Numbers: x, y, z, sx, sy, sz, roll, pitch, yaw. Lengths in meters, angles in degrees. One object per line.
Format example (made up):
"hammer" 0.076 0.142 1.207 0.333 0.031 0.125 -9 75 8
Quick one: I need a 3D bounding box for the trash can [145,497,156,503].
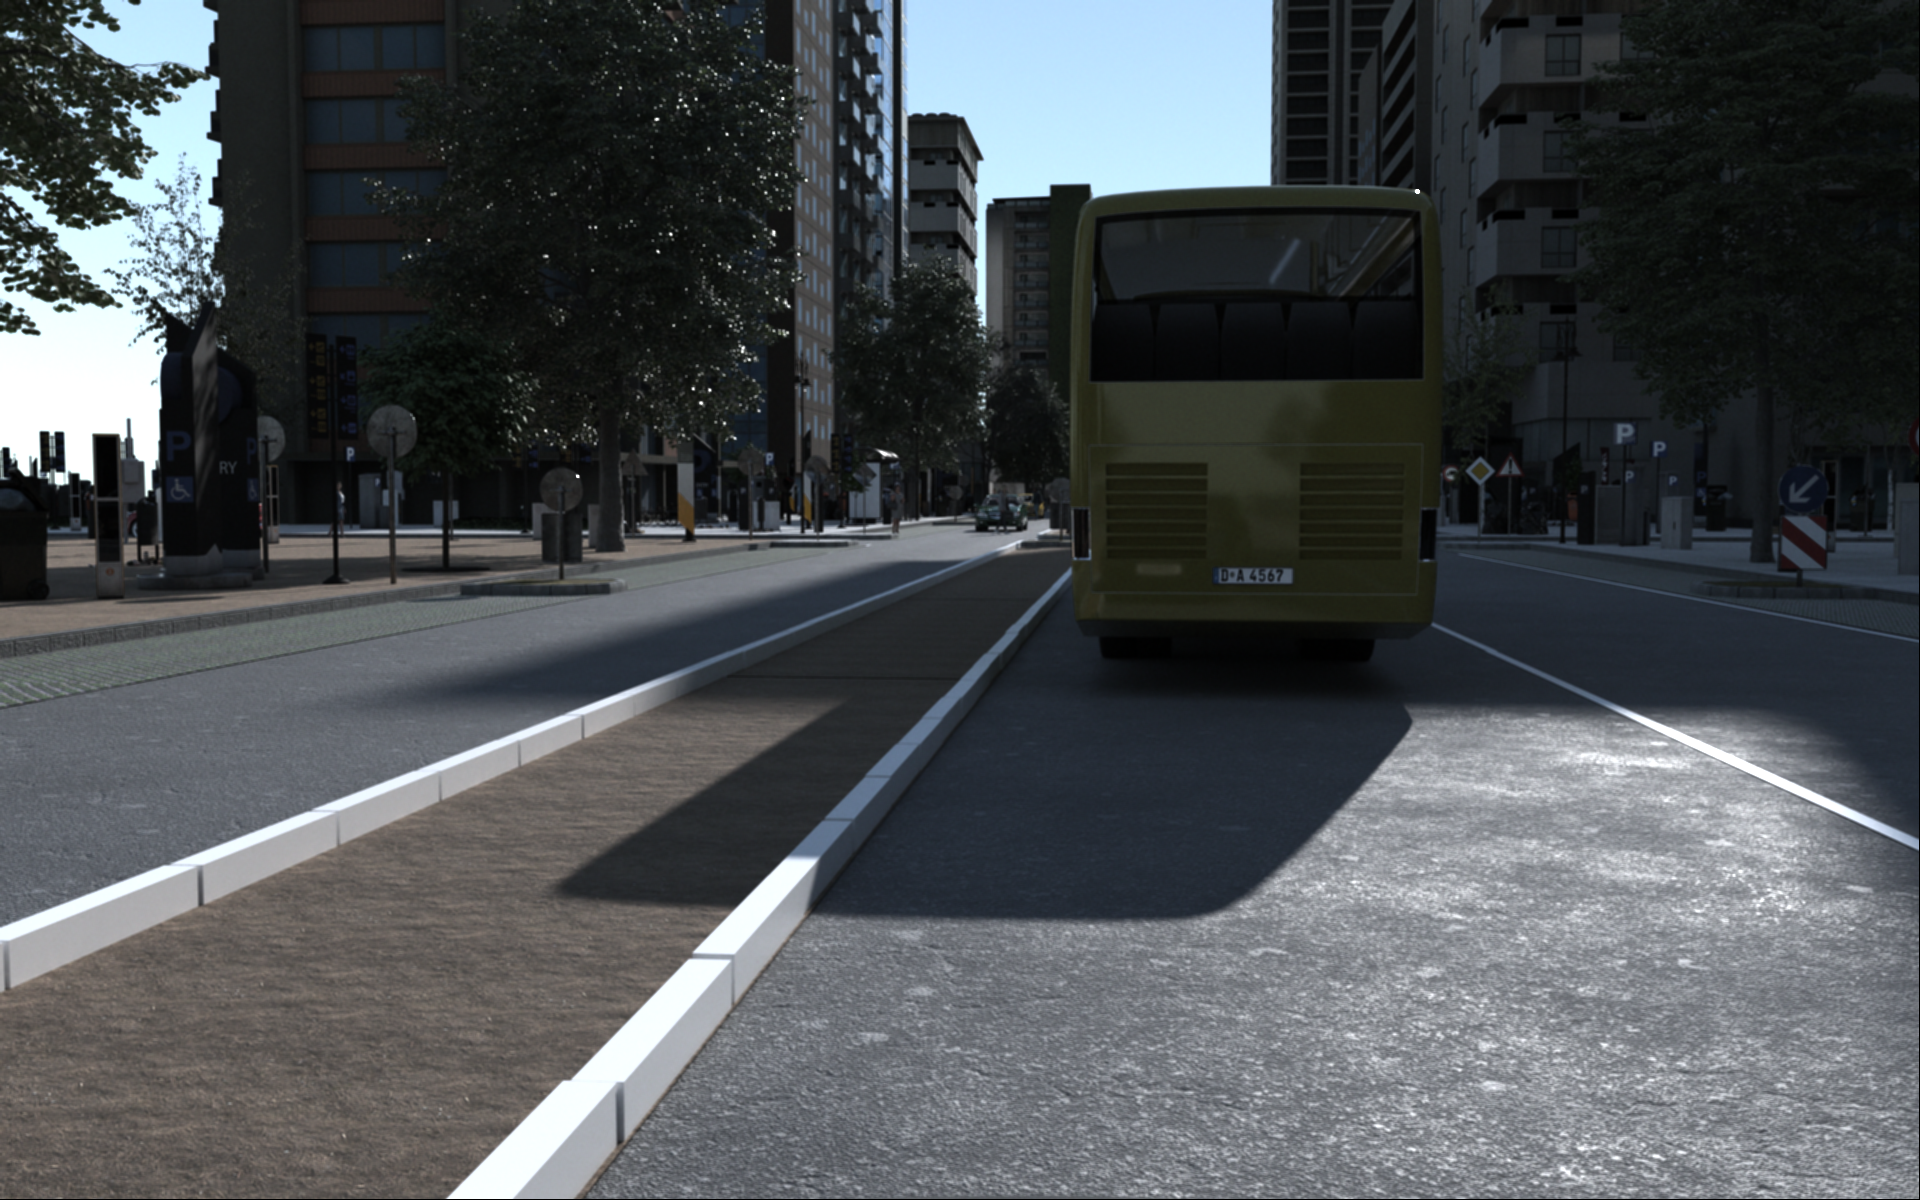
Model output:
"trash can" -47.330 -5.489 101.395 0.748 1.137 0.748 0 3 0

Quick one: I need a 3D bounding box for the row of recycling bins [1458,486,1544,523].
"row of recycling bins" 23.818 -4.264 76.829 3.534 1.692 1.069 3 5 40

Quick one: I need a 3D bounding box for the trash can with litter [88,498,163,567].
"trash can with litter" -15.036 -1.239 31.310 1.678 1.210 2.233 1 4 11

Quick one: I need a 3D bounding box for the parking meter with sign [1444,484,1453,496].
"parking meter with sign" 28.837 -6.616 104.434 1.738 3.016 0.543 2 4 31

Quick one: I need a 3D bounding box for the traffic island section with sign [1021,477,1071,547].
"traffic island section with sign" 2.721 -2.385 47.138 2.006 1.907 1.989 0 4 6

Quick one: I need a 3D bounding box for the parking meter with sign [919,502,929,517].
"parking meter with sign" -2.599 -6.205 97.718 1.738 3.016 0.543 0 4 6

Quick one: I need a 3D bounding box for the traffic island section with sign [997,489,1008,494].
"traffic island section with sign" 2.679 -6.021 107.070 1.989 1.847 2.006 0 4 6

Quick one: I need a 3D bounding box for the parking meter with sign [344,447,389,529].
"parking meter with sign" -21.663 -4.116 63.565 1.738 3.016 0.543 1 4 16

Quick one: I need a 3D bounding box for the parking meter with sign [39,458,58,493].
"parking meter with sign" -43.454 -5.233 81.822 0.543 3.016 1.738 0 4 5

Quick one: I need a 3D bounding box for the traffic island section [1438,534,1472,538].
"traffic island section" 14.558 -1.921 53.684 2.009 0.180 2.903 0 4 6

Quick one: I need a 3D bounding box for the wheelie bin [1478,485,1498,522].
"wheelie bin" 18.472 -3.224 60.619 0.693 1.594 0.980 1 4 12

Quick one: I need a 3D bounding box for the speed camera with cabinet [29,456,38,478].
"speed camera with cabinet" -48.426 -5.782 88.864 2.038 3.252 0.660 0 4 2

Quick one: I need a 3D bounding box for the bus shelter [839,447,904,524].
"bus shelter" -3.859 -5.056 76.597 2.014 3.302 5.546 0 4 6

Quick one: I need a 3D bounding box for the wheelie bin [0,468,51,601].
"wheelie bin" -11.445 -0.801 21.013 0.693 1.594 0.980 -2 4 -35

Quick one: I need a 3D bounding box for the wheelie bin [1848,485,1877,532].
"wheelie bin" 30.796 -3.129 59.071 0.980 1.594 0.693 -3 4 -39

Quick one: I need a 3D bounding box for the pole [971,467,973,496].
"pole" 0.971 -8.376 130.795 0.158 3.312 0.155 0 3 0

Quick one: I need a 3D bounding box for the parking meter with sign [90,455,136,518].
"parking meter with sign" -37.804 -4.965 77.441 1.738 3.016 0.543 0 4 6

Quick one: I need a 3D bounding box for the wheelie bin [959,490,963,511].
"wheelie bin" -0.471 -5.678 100.750 0.980 1.594 0.693 0 4 -3

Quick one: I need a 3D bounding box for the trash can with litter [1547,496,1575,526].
"trash can with litter" 24.055 -3.630 70.406 2.233 1.210 1.678 1 4 15

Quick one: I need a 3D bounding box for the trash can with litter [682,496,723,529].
"trash can with litter" -9.368 -3.287 64.798 2.233 1.210 1.678 0 4 8

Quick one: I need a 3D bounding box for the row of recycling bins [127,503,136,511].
"row of recycling bins" -62.221 -7.468 129.219 1.069 1.692 3.534 -3 5 -41

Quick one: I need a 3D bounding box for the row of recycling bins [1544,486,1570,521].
"row of recycling bins" 29.047 -4.751 84.793 3.534 1.692 1.069 -3 5 -43

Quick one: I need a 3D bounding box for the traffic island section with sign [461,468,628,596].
"traffic island section with sign" -5.946 -1.014 25.204 1.989 1.847 2.006 0 4 6

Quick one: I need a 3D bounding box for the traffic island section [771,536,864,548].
"traffic island section" -3.922 -1.549 47.600 2.009 0.180 2.903 0 4 6

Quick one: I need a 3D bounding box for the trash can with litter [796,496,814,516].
"trash can with litter" -9.216 -5.621 103.291 1.055 1.170 0.624 -2 4 -24

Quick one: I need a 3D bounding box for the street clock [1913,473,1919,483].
"street clock" 32.103 -3.258 57.832 0.471 2.002 0.358 3 5 43

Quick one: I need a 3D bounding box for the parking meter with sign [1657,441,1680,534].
"parking meter with sign" 22.823 -3.643 55.823 0.543 3.016 1.738 0 4 0

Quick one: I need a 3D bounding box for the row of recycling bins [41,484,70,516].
"row of recycling bins" -38.635 -4.001 72.530 3.534 1.692 1.069 0 4 7

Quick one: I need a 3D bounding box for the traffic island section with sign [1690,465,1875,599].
"traffic island section with sign" 11.479 -0.966 24.418 1.989 1.847 2.006 0 4 6

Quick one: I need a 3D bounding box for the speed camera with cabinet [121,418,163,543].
"speed camera with cabinet" -21.213 -3.143 45.727 2.038 3.252 0.660 -3 5 -40

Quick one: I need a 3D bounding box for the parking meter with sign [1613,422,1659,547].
"parking meter with sign" 16.668 -2.850 42.853 0.543 3.016 1.738 3 4 36

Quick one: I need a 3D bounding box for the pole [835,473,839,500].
"pole" -8.344 -7.555 117.374 0.158 3.312 0.155 0 3 0

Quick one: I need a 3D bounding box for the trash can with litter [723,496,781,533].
"trash can with litter" -6.893 -2.910 58.643 1.678 1.210 2.233 0 4 2

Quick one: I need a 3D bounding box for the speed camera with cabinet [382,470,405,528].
"speed camera with cabinet" -21.965 -4.457 67.200 0.660 3.252 2.038 -1 4 -10

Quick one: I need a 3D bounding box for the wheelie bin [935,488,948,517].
"wheelie bin" -1.029 -5.416 96.458 0.693 1.594 0.980 -1 4 -11

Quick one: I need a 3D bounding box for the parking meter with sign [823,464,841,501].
"parking meter with sign" -7.656 -6.423 101.278 0.543 3.016 1.738 -3 4 -38

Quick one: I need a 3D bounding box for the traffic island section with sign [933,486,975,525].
"traffic island section with sign" -0.175 -4.364 79.976 1.989 1.847 2.006 0 4 6

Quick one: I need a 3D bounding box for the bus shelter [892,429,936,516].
"bus shelter" -2.628 -7.630 102.377 2.179 5.291 8.768 0 4 6

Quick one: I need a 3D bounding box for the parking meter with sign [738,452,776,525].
"parking meter with sign" -8.459 -4.627 71.915 0.543 3.016 1.738 3 5 39

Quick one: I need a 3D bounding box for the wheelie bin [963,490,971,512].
"wheelie bin" 0.319 -7.007 122.479 0.980 1.594 0.693 -1 4 -11

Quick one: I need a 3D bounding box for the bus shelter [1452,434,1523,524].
"bus shelter" 21.412 -4.842 70.447 1.731 3.624 6.357 0 4 6

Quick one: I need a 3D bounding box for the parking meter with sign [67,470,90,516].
"parking meter with sign" -47.850 -6.011 94.546 1.738 3.016 0.543 0 4 -4

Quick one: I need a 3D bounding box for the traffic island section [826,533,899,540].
"traffic island section" -3.085 -2.034 55.542 2.009 0.180 2.903 0 4 6

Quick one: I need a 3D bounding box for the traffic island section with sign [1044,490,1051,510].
"traffic island section with sign" 7.986 -9.098 157.374 1.989 1.847 2.006 0 4 6

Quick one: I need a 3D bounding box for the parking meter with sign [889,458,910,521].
"parking meter with sign" -2.942 -5.374 84.134 0.543 3.016 1.738 1 4 14

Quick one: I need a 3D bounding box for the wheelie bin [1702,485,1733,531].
"wheelie bin" 26.082 -3.165 59.663 0.980 1.594 0.693 2 4 26

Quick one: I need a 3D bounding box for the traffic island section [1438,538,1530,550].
"traffic island section" 13.721 -1.435 45.742 2.009 0.180 2.903 0 4 6

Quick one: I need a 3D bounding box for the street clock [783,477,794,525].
"street clock" -7.155 -4.141 72.268 0.471 2.002 0.358 0 4 -4

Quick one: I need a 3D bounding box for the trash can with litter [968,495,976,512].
"trash can with litter" 1.128 -7.020 125.837 2.233 1.210 1.678 1 4 11

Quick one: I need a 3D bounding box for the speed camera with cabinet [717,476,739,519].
"speed camera with cabinet" -11.194 -5.443 83.329 2.038 3.252 0.660 0 4 -2
